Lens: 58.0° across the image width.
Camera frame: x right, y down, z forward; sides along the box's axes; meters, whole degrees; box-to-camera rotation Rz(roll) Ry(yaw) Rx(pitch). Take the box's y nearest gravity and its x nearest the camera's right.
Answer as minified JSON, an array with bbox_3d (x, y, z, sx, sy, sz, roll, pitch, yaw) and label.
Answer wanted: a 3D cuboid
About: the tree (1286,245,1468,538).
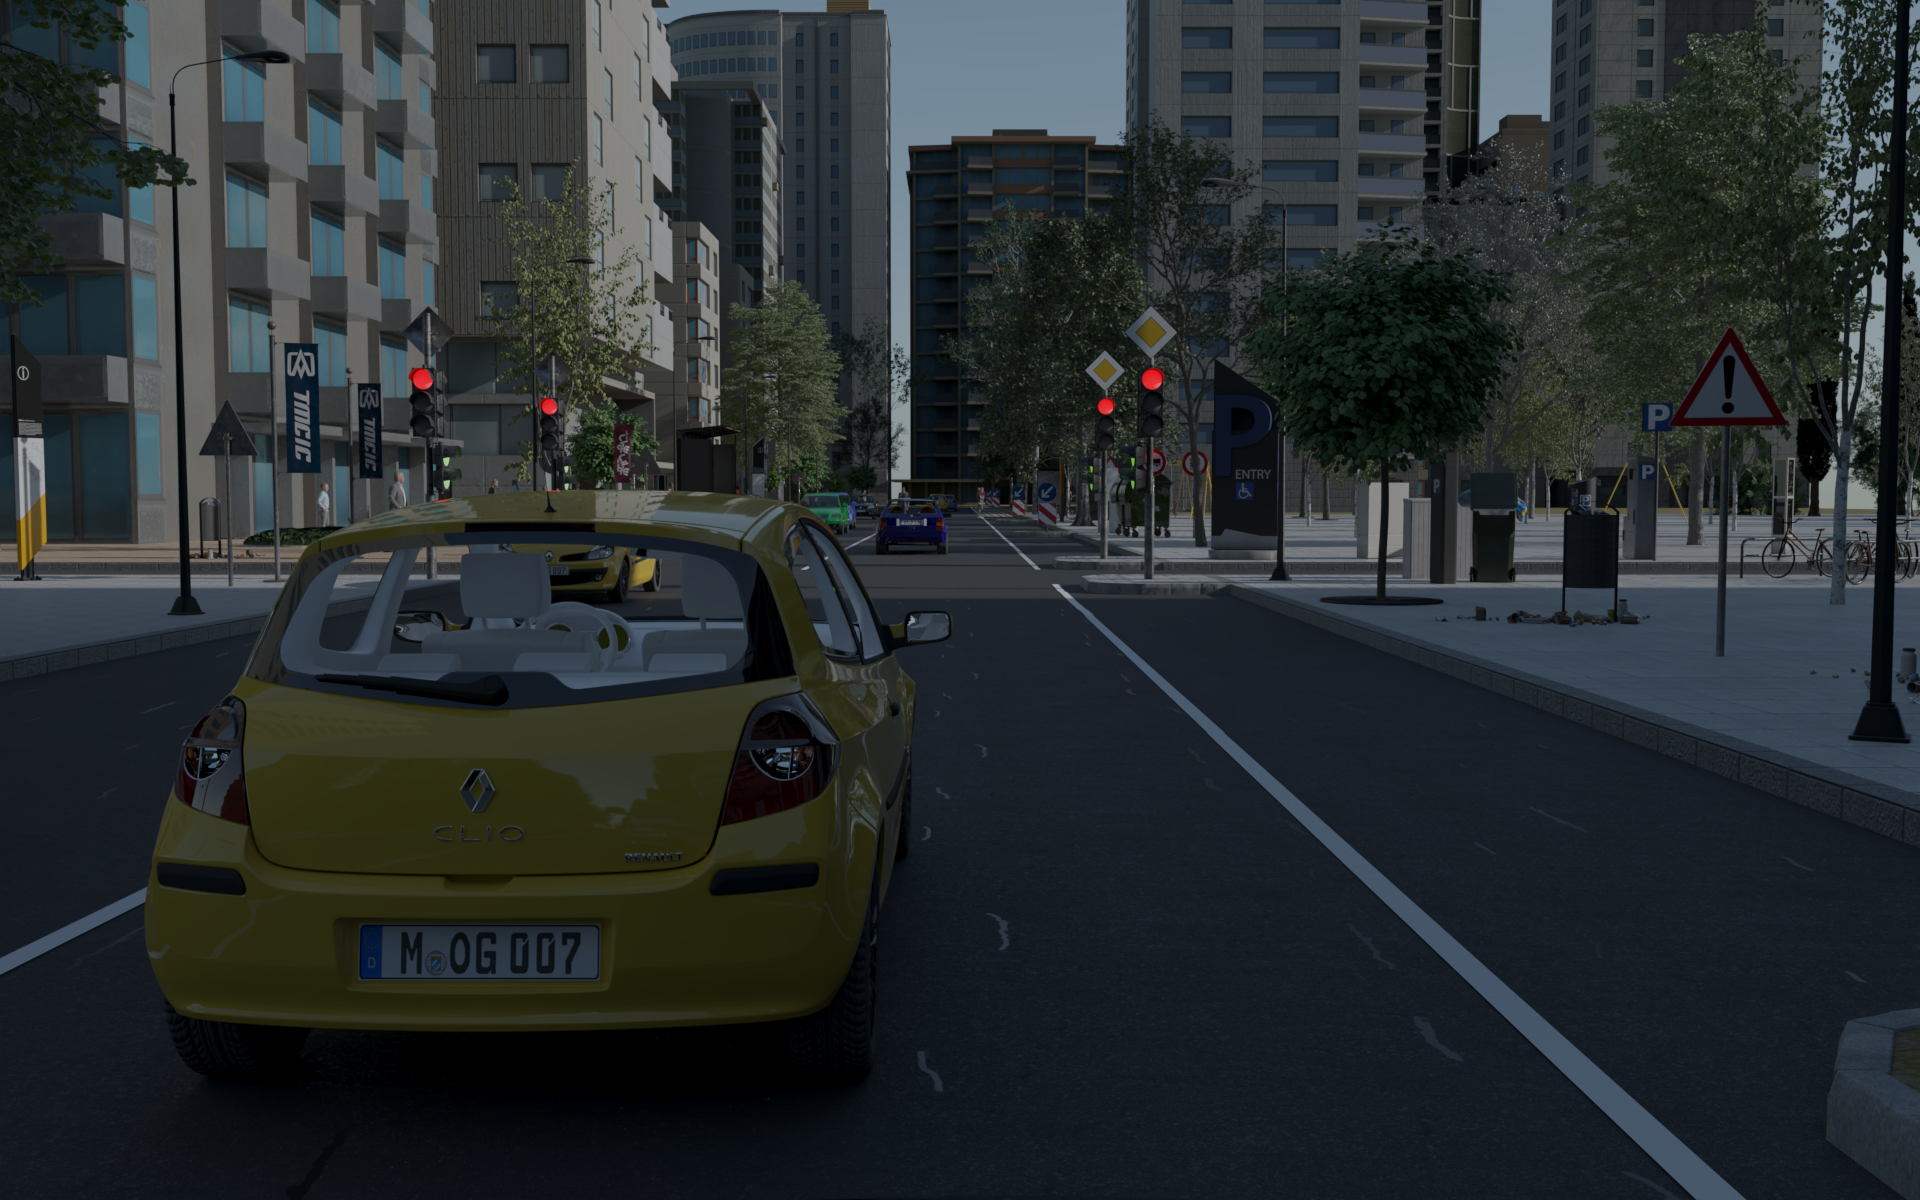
[{"bbox_3d":[11.397,-6.116,50.351,4.737,8.622,4.395,0,3,0],"label":"tree"}]

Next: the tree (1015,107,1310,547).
[{"bbox_3d":[5.596,-6.581,42.011,7.601,10.594,8.767,2,4,33],"label":"tree"}]

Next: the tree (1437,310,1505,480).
[{"bbox_3d":[20.023,-7.150,67.270,4.360,8.622,3.978,0,3,0],"label":"tree"}]

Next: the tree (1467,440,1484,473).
[{"bbox_3d":[31.893,-9.019,97.820,4.737,8.622,4.395,0,3,0],"label":"tree"}]

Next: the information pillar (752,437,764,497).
[{"bbox_3d":[-8.208,-4.849,70.639,0.504,3.616,0.183,-1,4,-21],"label":"information pillar"}]

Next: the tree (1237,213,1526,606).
[{"bbox_3d":[4.931,-2.246,20.434,4.285,4.588,4.351,0,3,0],"label":"tree"}]

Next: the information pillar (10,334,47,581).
[{"bbox_3d":[-13.792,-2.097,25.638,0.183,3.616,0.504,1,4,17],"label":"information pillar"}]

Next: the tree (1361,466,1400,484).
[{"bbox_3d":[17.608,-7.644,75.340,4.360,8.622,3.978,0,3,0],"label":"tree"}]

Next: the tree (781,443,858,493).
[{"bbox_3d":[-9.503,-7.502,106.376,4.285,4.588,4.351,0,3,0],"label":"tree"}]

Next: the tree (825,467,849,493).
[{"bbox_3d":[-8.871,-7.867,123.220,1.663,3.219,1.824,0,3,0],"label":"tree"}]

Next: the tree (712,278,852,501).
[{"bbox_3d":[-9.297,-10.587,91.217,7.486,12.596,7.792,0,3,0],"label":"tree"}]

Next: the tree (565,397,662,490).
[{"bbox_3d":[-11.784,-4.571,58.451,4.285,4.588,4.351,0,3,0],"label":"tree"}]

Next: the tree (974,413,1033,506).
[{"bbox_3d":[5.082,-16.270,184.145,7.486,12.596,7.792,0,3,0],"label":"tree"}]

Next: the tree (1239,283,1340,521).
[{"bbox_3d":[17.807,-9.695,84.265,9.928,11.665,9.643,0,3,0],"label":"tree"}]

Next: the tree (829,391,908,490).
[{"bbox_3d":[-8.467,-13.624,157.164,7.601,10.594,8.767,1,4,16],"label":"tree"}]

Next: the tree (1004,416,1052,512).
[{"bbox_3d":[4.905,-10.619,123.978,4.737,8.622,4.395,0,3,0],"label":"tree"}]

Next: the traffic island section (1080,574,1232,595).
[{"bbox_3d":[2.870,-0.233,26.098,2.009,0.180,2.903,0,3,0],"label":"traffic island section"}]

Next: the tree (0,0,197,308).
[{"bbox_3d":[-9.388,-5.786,12.733,7.486,12.596,7.792,0,3,0],"label":"tree"}]

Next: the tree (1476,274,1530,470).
[{"bbox_3d":[29.313,-10.489,89.630,7.486,12.596,7.792,0,3,0],"label":"tree"}]

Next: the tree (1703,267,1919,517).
[{"bbox_3d":[54.262,-12.188,101.092,18.604,14.587,13.155,0,4,3],"label":"tree"}]

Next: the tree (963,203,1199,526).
[{"bbox_3d":[4.838,-9.292,68.924,9.611,12.733,9.660,0,3,0],"label":"tree"}]

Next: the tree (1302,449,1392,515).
[{"bbox_3d":[23.636,-11.365,103.939,7.486,12.596,7.792,0,3,0],"label":"tree"}]

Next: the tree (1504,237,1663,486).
[{"bbox_3d":[18.299,-6.117,50.372,4.360,8.622,3.978,0,3,0],"label":"tree"}]

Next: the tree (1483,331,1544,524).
[{"bbox_3d":[27.497,-7.980,80.835,4.737,8.622,4.395,0,3,0],"label":"tree"}]

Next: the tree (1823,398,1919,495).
[{"bbox_3d":[55.055,-7.517,85.814,20.602,7.101,11.467,0,4,-2],"label":"tree"}]

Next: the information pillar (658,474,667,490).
[{"bbox_3d":[-11.144,-3.697,64.934,0.304,2.012,0.304,0,4,4],"label":"information pillar"}]

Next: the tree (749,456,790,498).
[{"bbox_3d":[-8.635,-5.015,76.599,1.663,3.219,1.824,0,3,0],"label":"tree"}]

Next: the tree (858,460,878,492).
[{"bbox_3d":[-9.380,-11.173,166.390,4.285,4.588,4.351,0,3,0],"label":"tree"}]

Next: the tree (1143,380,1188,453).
[{"bbox_3d":[10.492,-8.918,96.169,4.360,8.622,3.978,0,3,0],"label":"tree"}]

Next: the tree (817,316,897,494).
[{"bbox_3d":[-8.708,-19.964,182.294,12.611,20.169,13.585,0,3,0],"label":"tree"}]

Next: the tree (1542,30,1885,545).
[{"bbox_3d":[18.439,-7.621,42.725,7.486,12.596,7.792,0,3,0],"label":"tree"}]

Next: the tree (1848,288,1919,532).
[{"bbox_3d":[32.150,-6.619,58.579,4.360,8.622,3.978,0,3,0],"label":"tree"}]

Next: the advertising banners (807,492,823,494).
[{"bbox_3d":[-9.617,-6.932,109.530,2.074,3.025,0.090,1,4,8],"label":"advertising banners"}]

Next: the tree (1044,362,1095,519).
[{"bbox_3d":[5.849,-8.530,89.830,4.360,8.622,3.978,0,3,0],"label":"tree"}]

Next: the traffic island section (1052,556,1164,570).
[{"bbox_3d":[2.854,-0.722,34.083,2.009,0.180,2.903,0,3,0],"label":"traffic island section"}]

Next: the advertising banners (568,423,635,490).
[{"bbox_3d":[-9.055,-2.849,42.772,2.074,3.025,0.090,-1,4,-19],"label":"advertising banners"}]

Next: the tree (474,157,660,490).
[{"bbox_3d":[-8.943,-5.407,38.763,4.737,8.622,4.395,0,3,0],"label":"tree"}]

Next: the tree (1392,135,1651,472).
[{"bbox_3d":[18.104,-9.068,58.636,12.009,13.543,11.850,0,3,0],"label":"tree"}]

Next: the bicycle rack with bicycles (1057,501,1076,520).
[{"bbox_3d":[6.323,-4.506,87.056,2.925,0.926,2.852,3,5,41],"label":"bicycle rack with bicycles"}]

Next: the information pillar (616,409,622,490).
[{"bbox_3d":[-9.327,-3.425,47.346,0.183,3.616,0.504,-1,4,-17],"label":"information pillar"}]

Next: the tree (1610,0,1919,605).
[{"bbox_3d":[10.138,-4.268,20.147,4.737,8.622,4.395,0,3,0],"label":"tree"}]

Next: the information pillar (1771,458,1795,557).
[{"bbox_3d":[16.713,-1.877,35.179,0.304,2.012,0.304,-3,4,-38],"label":"information pillar"}]

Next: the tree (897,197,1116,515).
[{"bbox_3d":[4.899,-15.509,109.459,12.611,20.169,13.585,0,3,0],"label":"tree"}]

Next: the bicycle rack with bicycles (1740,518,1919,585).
[{"bbox_3d":[13.254,-0.762,25.838,2.925,0.926,2.852,-2,4,-24],"label":"bicycle rack with bicycles"}]
